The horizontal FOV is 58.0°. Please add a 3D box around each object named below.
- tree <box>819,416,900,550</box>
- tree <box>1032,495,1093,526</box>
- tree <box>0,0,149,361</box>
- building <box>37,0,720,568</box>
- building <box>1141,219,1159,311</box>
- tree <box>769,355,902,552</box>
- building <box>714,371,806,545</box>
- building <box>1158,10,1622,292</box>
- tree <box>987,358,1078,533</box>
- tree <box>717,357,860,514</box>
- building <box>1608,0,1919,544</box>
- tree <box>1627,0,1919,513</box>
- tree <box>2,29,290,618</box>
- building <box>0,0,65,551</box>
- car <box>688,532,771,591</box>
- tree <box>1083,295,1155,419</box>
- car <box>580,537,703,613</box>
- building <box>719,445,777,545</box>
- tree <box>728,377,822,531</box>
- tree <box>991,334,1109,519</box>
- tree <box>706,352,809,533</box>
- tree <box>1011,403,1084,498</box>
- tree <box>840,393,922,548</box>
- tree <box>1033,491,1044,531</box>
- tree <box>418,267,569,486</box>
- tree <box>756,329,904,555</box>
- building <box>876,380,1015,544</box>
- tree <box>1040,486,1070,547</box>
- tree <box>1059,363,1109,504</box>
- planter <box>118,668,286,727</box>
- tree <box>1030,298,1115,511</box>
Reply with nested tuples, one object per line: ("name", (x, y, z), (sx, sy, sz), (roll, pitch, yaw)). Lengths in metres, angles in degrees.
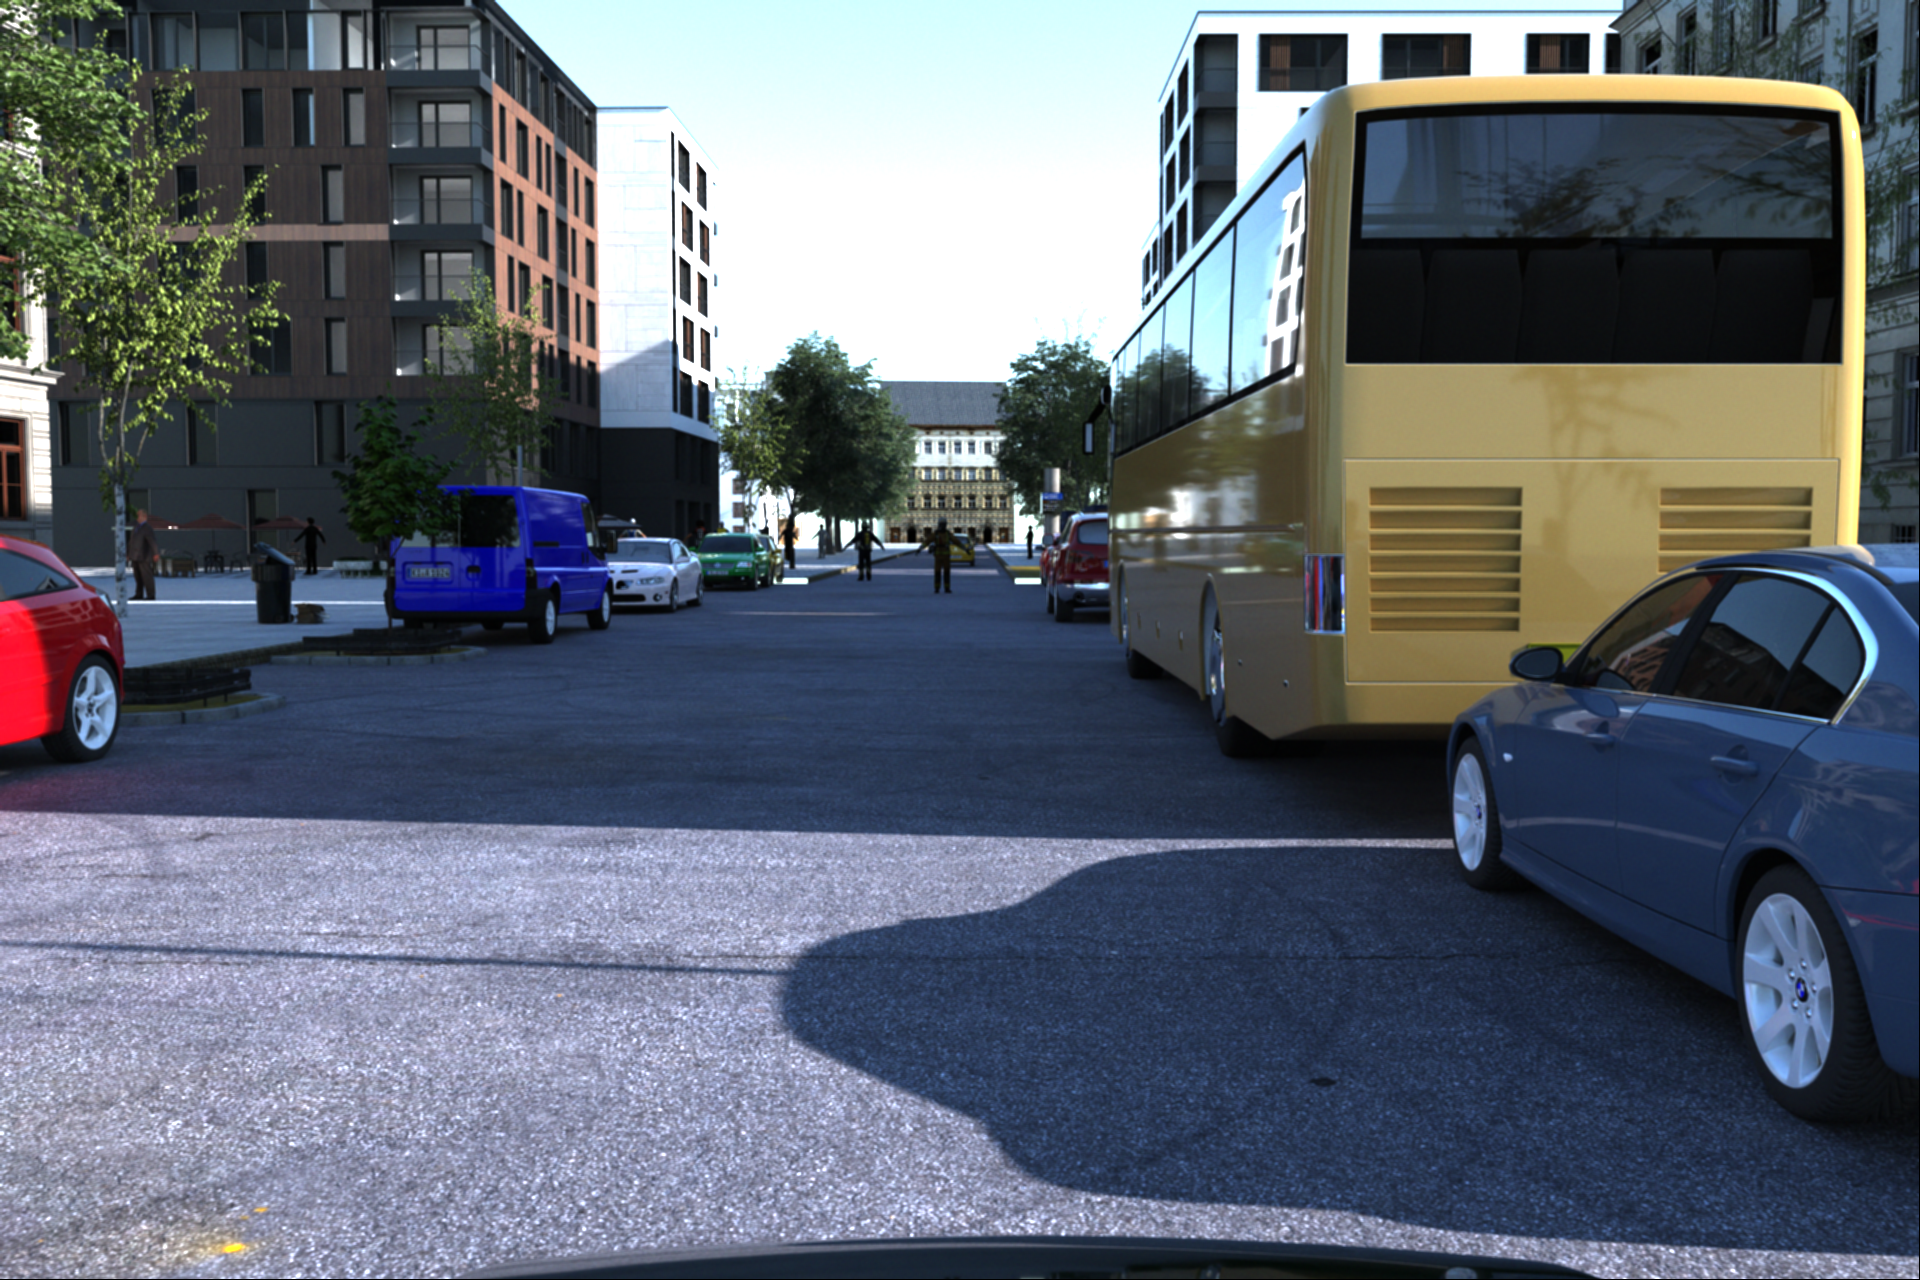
("tree", (-8.450, -13.477, 138.482), (7.486, 12.596, 7.792), (0, 3, 0))
("tree", (14.137, -20.707, 245.206), (9.857, 13.997, 8.962), (0, 3, 0))
("tree", (-12.333, -6.069, 17.363), (7.486, 12.596, 7.792), (0, 3, 0))
("building", (-27.912, -14.521, 81.391), (27.936, 21.610, 32.646), (0, 4, 2))
("building", (26.942, -17.284, 126.566), (27.936, 21.610, 32.646), (0, 4, 1))
("tree", (-8.496, -13.102, 120.876), (9.857, 13.997, 8.962), (0, 3, 0))
("building", (-24.396, -21.142, 202.084), (16.016, 20.090, 11.380), (0, 4, 2))
("building", (23.300, -14.698, 84.286), (27.936, 21.610, 32.646), (0, 4, 0))
("tree", (6.975, -12.858, 120.591), (12.009, 13.543, 11.850), (0, 3, 0))
("tree", (-9.156, -9.656, 92.286), (8.767, 10.594, 7.601), (1, 4, 10))
("building", (28.118, -12.802, 41.334), (16.112, 23.069, 30.059), (0, 4, 1))
("tree", (9.508, -4.289, 20.489), (4.360, 8.622, 3.978), (0, 3, 0))
("tree", (-12.683, -4.655, 26.464), (4.737, 8.622, 4.395), (0, 3, 0))
("building", (-28.096, -12.063, 33.392), (11.583, 22.565, 21.152), (0, 4, 1))
("car", (-6.004, -2.226, 45.184), (1.959, 1.807, 4.718), (0, 4, 0))
("tree", (8.627, -7.817, 62.223), (8.767, 10.594, 7.601), (0, 4, 3))
("car", (-6.087, -1.264, 33.036), (2.083, 1.381, 4.827), (0, 4, 1))
("building", (-23.172, -14.371, 177.112), (9.099, 9.664, 28.070), (0, 3, 0))
("tree", (-9.321, -8.023, 81.537), (4.360, 8.622, 3.978), (0, 3, 0))
("tree", (6.548, -12.385, 109.149), (9.857, 13.997, 8.962), (0, 3, 0))
("tree", (-8.469, -7.398, 71.320), (4.737, 8.622, 4.395), (0, 3, 0))
("tree", (7.067, -12.583, 131.488), (9.928, 11.665, 9.643), (0, 3, 0))
("tree", (-8.172, -15.289, 156.625), (9.857, 13.997, 8.962), (0, 3, 0))
("tree", (7.320, -11.592, 139.898), (4.737, 8.622, 4.395), (0, 3, 0))
("tree", (-12.602, -5.943, 47.534), (4.737, 8.622, 4.395), (0, 3, 0))
("tree", (-8.096, -12.263, 107.162), (9.857, 13.997, 8.962), (0, 3, 0))
("building", (-2.384, -25.277, 246.662), (18.063, 23.208, 19.493), (0, 4, -6))
("tree", (7.142, -12.369, 152.601), (4.360, 8.622, 3.978), (0, 3, 0))
("tree", (6.360, -7.663, 75.657), (4.737, 8.622, 4.395), (0, 3, 0))
("planter", (-6.588, 0.444, 13.880), (1.991, 0.319, 1.994), (0, 4, 1))
("tree", (3.846, -6.366, 54.452), (4.360, 8.622, 3.978), (0, 3, 0))
